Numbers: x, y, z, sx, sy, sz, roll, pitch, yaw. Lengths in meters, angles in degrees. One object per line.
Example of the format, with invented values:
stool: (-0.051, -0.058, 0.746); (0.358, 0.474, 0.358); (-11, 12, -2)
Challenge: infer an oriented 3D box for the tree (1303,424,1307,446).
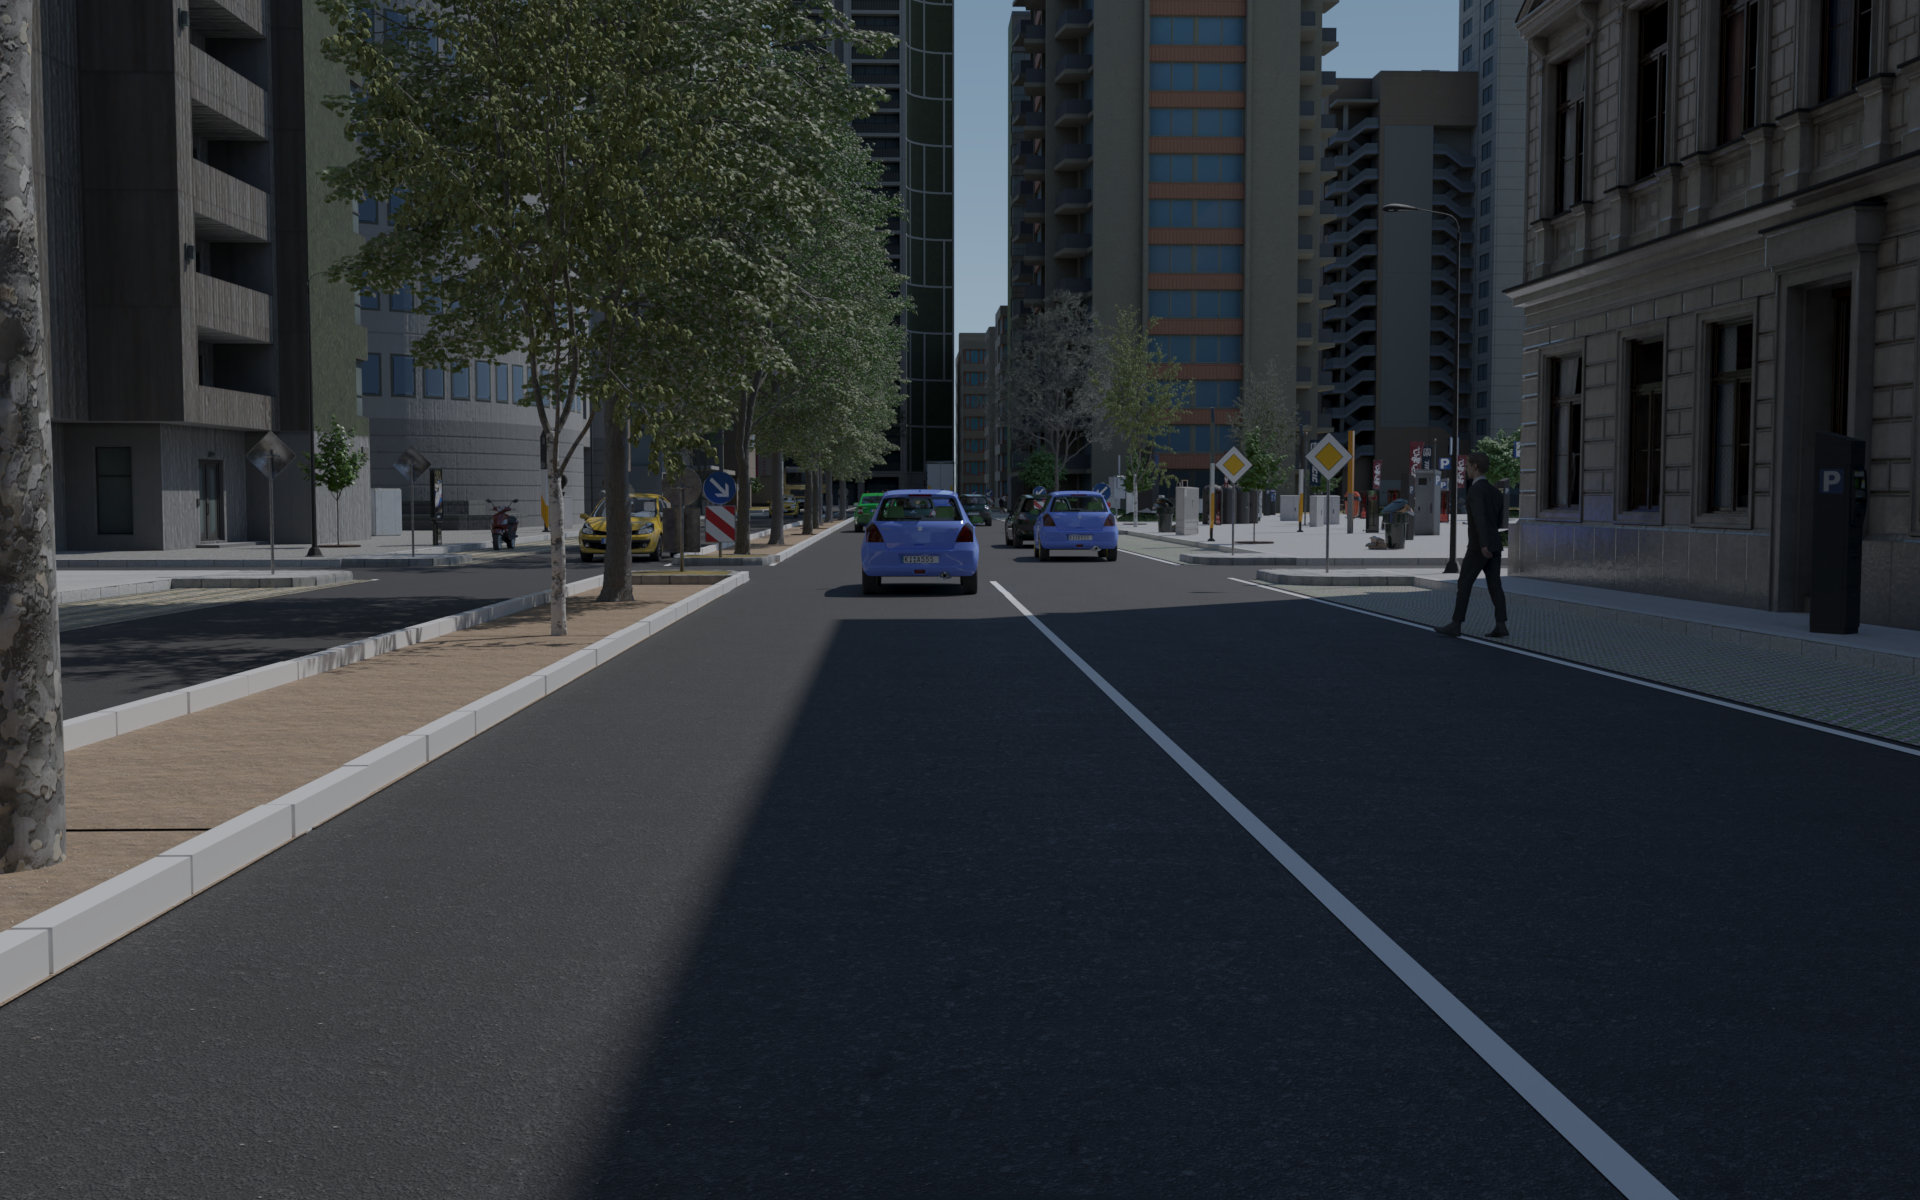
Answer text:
tree: (19.632, -9.749, 109.759); (4.360, 8.622, 3.978); (0, 3, 0)

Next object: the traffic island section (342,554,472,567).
traffic island section: (-11.262, -0.815, 35.610); (2.009, 0.180, 2.903); (0, 4, -2)

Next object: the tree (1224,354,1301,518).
tree: (16.025, -8.676, 92.208); (4.360, 8.622, 3.978); (0, 3, 0)

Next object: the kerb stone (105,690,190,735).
kerb stone: (-5.046, 0.702, 10.711); (0.120, 0.150, 1.000); (0, 4, -2)

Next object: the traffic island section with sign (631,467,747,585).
traffic island section with sign: (-4.597, -1.220, 28.086); (2.006, 1.907, 1.989); (0, 4, -2)

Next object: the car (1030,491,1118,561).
car: (2.519, -1.753, 38.248); (1.945, 1.707, 3.694); (0, 4, 0)

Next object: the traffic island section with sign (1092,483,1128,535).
traffic island section with sign: (4.832, -3.227, 61.387); (1.989, 1.847, 2.006); (0, 4, -2)

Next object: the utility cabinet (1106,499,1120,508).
utility cabinet: (9.613, -6.158, 109.369); (1.173, 1.500, 0.318); (-3, 5, -41)

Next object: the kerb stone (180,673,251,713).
kerb stone: (-5.072, 0.640, 11.733); (0.120, 0.150, 1.000); (0, 4, -2)

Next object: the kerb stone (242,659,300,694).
kerb stone: (-5.114, 0.578, 12.754); (0.120, 0.150, 1.000); (0, 4, -2)

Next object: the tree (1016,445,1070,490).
tree: (5.490, -7.916, 113.146); (4.285, 4.588, 4.351); (0, 3, 0)

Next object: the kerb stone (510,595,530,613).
kerb stone: (-5.403, 0.076, 20.953); (0.120, 0.150, 1.000); (0, 4, -2)

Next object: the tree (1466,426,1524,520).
tree: (26.566, -6.204, 85.142); (4.285, 4.588, 4.351); (0, 3, 0)

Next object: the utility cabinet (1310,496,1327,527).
utility cabinet: (13.987, -3.469, 67.878); (0.306, 1.237, 1.020); (2, 4, 27)

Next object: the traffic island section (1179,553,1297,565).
traffic island section: (5.720, -0.851, 36.197); (2.009, 0.180, 2.903); (0, 4, -2)

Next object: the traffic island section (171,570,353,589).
traffic island section: (-10.983, -0.327, 27.630); (2.009, 0.180, 2.903); (0, 4, -2)

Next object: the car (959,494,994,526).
car: (0.555, -4.203, 78.505); (2.009, 1.686, 4.222); (0, 4, -1)

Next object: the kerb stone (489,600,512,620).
kerb stone: (-5.360, 0.139, 19.918); (0.120, 0.150, 1.000); (0, 4, -2)

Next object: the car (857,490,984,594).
car: (-0.598, -1.010, 26.101); (1.945, 1.707, 3.694); (0, 4, -1)

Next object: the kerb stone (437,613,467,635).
kerb stone: (-5.295, 0.265, 17.870); (0.120, 0.150, 1.000); (0, 4, -2)

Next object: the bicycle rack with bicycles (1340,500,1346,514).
bicycle rack with bicycles: (23.852, -5.911, 110.023); (2.925, 0.926, 2.852); (-3, 4, -39)

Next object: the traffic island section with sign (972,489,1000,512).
traffic island section with sign: (2.164, -7.915, 138.030); (1.989, 1.847, 2.006); (0, 4, -2)

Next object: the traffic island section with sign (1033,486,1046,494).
traffic island section with sign: (3.896, -4.875, 88.326); (1.989, 1.847, 2.006); (0, 4, -2)

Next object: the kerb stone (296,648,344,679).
kerb stone: (-5.148, 0.520, 13.783); (0.120, 0.150, 1.000); (0, 4, -2)

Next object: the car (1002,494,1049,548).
car: (2.197, -2.300, 47.392); (2.009, 1.686, 4.222); (0, 4, -3)

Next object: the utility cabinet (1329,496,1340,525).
utility cabinet: (15.464, -3.772, 72.830); (1.020, 1.237, 0.306); (-1, 4, -20)

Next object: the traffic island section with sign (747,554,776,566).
traffic island section with sign: (-4.846, -1.673, 35.489); (2.006, 1.907, 1.989); (0, 4, -2)

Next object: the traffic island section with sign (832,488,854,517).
traffic island section with sign: (-7.481, -6.266, 110.582); (2.006, 1.907, 1.989); (0, 4, -2)

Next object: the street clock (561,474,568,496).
street clock: (-14.221, -3.492, 61.666); (0.471, 2.002, 0.358); (0, 4, 4)

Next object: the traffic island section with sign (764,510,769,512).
traffic island section with sign: (-14.496, -7.871, 137.319); (1.989, 1.847, 2.006); (0, 4, -2)

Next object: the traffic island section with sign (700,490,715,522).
traffic island section with sign: (-12.771, -4.863, 88.140); (1.989, 1.847, 2.006); (0, 4, -2)

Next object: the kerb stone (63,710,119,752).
kerb stone: (-5.006, 0.765, 9.683); (0.120, 0.150, 1.000); (0, 4, -2)

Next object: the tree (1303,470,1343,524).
tree: (15.551, -4.894, 74.614); (1.663, 3.219, 1.824); (0, 3, 0)

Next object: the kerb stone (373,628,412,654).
kerb stone: (-5.229, 0.390, 15.827); (0.120, 0.150, 1.000); (0, 4, -2)

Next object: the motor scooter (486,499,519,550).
motor scooter: (-11.716, -1.942, 44.526); (0.815, 1.314, 1.986); (0, 4, -1)

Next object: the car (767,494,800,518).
car: (-10.659, -5.789, 104.879); (2.015, 1.641, 3.980); (0, 4, -3)

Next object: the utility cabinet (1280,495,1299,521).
utility cabinet: (15.781, -4.366, 82.550); (1.020, 1.237, 0.306); (1, 4, 8)

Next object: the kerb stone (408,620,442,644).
kerb stone: (-5.258, 0.328, 16.849); (0.120, 0.150, 1.000); (0, 4, -2)

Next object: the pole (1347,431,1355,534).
pole: (12.622, -3.798, 55.939); (0.158, 3.312, 0.155); (0, 3, 0)

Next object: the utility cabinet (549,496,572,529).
utility cabinet: (-14.653, -3.202, 63.518); (0.306, 1.237, 1.020); (2, 4, 26)

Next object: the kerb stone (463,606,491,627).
kerb stone: (-5.327, 0.202, 18.892); (0.120, 0.150, 1.000); (0, 4, -2)

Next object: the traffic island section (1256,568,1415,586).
traffic island section: (5.999, -0.363, 28.217); (2.009, 0.180, 2.903); (0, 4, -2)

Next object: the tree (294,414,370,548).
tree: (-15.149, -2.881, 41.712); (1.663, 3.219, 1.824); (0, 3, 0)

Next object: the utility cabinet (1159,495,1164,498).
utility cabinet: (10.637, -5.095, 94.471); (1.020, 1.237, 0.306); (2, 4, 35)

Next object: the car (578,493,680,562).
car: (-7.210, -1.699, 38.002); (2.015, 1.641, 3.980); (0, 4, 0)

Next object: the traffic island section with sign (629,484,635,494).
traffic island section with sign: (-11.837, -3.215, 61.201); (1.989, 1.847, 2.006); (0, 4, -2)

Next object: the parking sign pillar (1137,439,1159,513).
parking sign pillar: (9.325, -5.973, 86.124); (1.447, 3.967, 1.447); (-2, 4, -33)

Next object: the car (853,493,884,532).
car: (-3.117, -3.518, 66.309); (1.959, 1.807, 4.718); (0, 4, -2)

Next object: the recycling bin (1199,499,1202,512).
recycling bin: (12.645, -4.826, 91.451); (0.722, 1.027, 0.722); (3, 5, 41)

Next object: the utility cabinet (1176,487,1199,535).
utility cabinet: (7.102, -2.774, 54.034); (0.318, 1.500, 1.173); (2, 4, 30)

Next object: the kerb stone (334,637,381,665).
kerb stone: (-5.187, 0.452, 14.804); (0.120, 0.150, 1.000); (0, 4, -2)
